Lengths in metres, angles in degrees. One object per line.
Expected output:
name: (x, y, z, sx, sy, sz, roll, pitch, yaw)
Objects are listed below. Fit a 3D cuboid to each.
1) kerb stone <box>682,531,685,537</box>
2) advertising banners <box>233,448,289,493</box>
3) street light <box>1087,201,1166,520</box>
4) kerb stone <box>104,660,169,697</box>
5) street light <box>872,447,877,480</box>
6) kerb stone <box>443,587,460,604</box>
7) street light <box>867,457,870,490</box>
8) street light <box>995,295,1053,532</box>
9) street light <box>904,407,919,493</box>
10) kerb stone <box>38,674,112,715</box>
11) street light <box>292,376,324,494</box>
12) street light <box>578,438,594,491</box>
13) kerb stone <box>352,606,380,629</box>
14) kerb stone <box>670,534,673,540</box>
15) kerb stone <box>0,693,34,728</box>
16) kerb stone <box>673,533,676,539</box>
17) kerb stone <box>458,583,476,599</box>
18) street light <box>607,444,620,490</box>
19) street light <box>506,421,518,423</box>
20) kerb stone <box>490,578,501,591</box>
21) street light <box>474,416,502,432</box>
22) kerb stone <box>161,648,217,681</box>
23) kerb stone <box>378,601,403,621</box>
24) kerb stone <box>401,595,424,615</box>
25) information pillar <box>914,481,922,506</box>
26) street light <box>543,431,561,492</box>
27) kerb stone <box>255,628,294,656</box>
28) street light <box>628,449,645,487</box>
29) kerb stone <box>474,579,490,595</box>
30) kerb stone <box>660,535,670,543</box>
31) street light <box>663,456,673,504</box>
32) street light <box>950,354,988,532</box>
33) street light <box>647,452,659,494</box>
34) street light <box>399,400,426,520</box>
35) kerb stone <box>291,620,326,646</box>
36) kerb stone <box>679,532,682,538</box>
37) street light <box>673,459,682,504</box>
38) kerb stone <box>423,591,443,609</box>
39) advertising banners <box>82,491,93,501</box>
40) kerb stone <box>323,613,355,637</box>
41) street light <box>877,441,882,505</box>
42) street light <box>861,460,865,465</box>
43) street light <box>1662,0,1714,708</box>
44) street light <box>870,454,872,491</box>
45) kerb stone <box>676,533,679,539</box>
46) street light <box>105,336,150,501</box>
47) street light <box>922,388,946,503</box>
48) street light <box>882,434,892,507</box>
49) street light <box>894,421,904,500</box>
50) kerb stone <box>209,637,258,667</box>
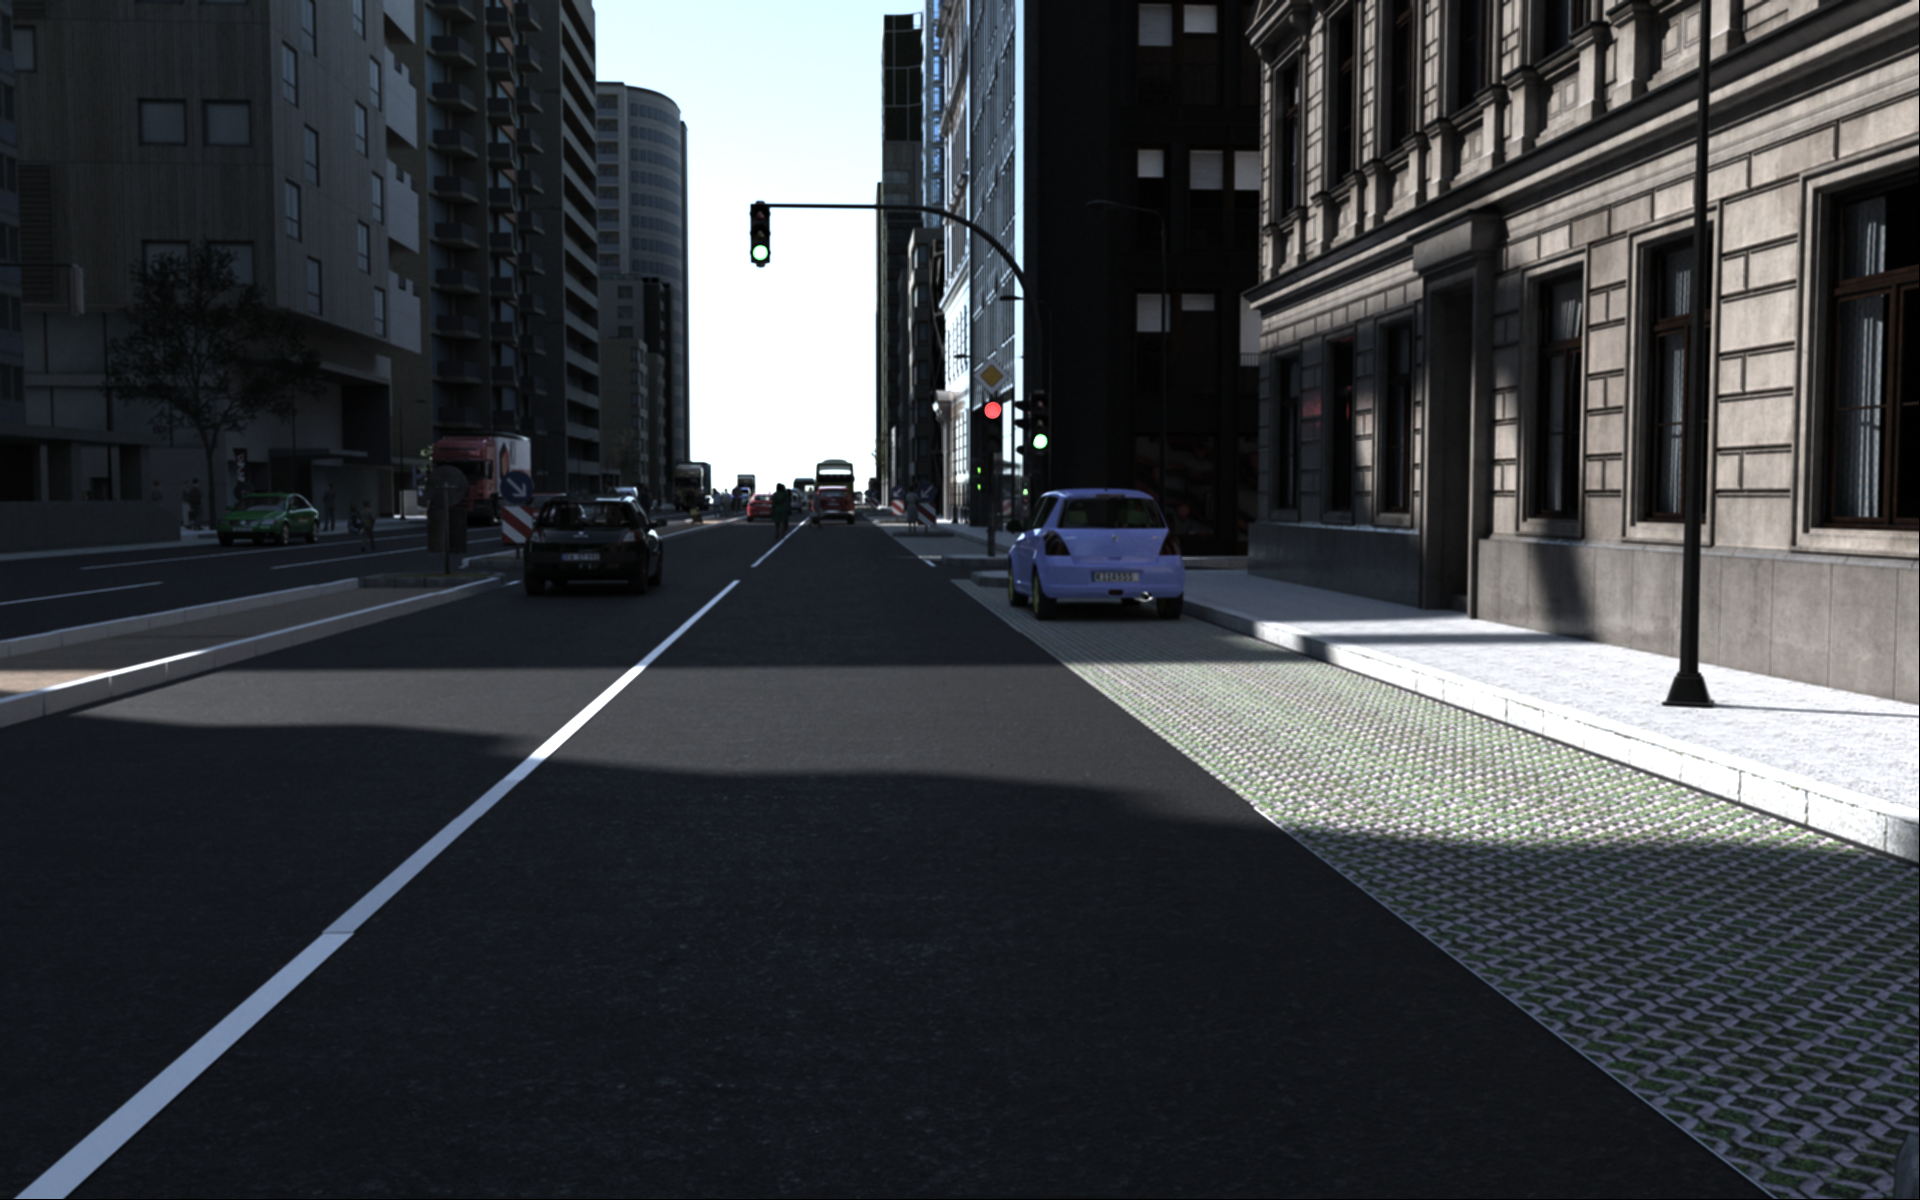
kerb stone: (-9.293, -2.140, 57.242, 0.120, 0.150, 1.000, 0, 4, -4)
advertising banners: (-26.846, -4.304, 66.559, 2.074, 3.025, 0.090, -3, 5, -41)
street light: (2.701, -3.369, 27.624, 1.470, 5.913, 1.316, 0, 4, -4)
kerb stone: (-6.085, 0.580, 12.720, 0.120, 0.150, 1.000, 0, 4, -4)
street light: (-7.563, -12.029, 169.208, 1.470, 5.913, 1.316, 0, 4, -4)
kerb stone: (-6.824, -0.034, 22.945, 0.120, 0.150, 1.000, 0, 4, -4)
street light: (-9.696, -13.946, 200.550, 1.470, 5.913, 1.316, 0, 4, -4)
street light: (1.606, -4.165, 40.645, 1.470, 5.913, 1.316, 0, 4, -4)
street light: (-2.078, -7.362, 92.912, 1.470, 5.913, 1.316, 0, 4, -4)
kerb stone: (-6.016, 0.642, 11.700, 0.120, 0.150, 1.000, 0, 4, -4)
street light: (-25.703, -5.856, 68.291, 1.470, 5.913, 1.316, 0, 4, -4)
street light: (-31.264, -10.523, 144.591, 1.470, 5.913, 1.316, 0, 4, -4)
kerb stone: (-6.530, 0.205, 18.844, 0.120, 0.150, 1.000, 0, 4, -4)
kerb stone: (-8.997, -1.890, 53.146, 0.120, 0.150, 1.000, 0, 4, -4)
kerb stone: (-5.944, 0.704, 10.679, 0.120, 0.150, 1.000, 0, 4, -4)
kerb stone: (-9.070, -1.955, 54.165, 0.120, 0.150, 1.000, 0, 4, -4)
kerb stone: (-6.899, -0.109, 23.971, 0.120, 0.150, 1.000, 0, 4, -4)
street light: (-32.391, -11.571, 161.730, 1.470, 5.913, 1.316, 0, 4, -4)
street light: (-28.735, -8.408, 110.019, 1.470, 5.913, 1.316, 0, 4, -4)
kerb stone: (-7.052, -0.231, 26.010, 0.120, 0.150, 1.000, 0, 4, -4)
street light: (-28.166, -7.952, 102.553, 1.470, 5.913, 1.316, 0, 4, -4)
kerb stone: (-6.160, 0.518, 13.744, 0.120, 0.150, 1.000, 0, 4, -4)
kerb stone: (-6.611, 0.143, 19.875, 0.120, 0.150, 1.000, 0, 4, -4)
kerb stone: (-6.674, 0.080, 20.895, 0.120, 0.150, 1.000, 0, 4, -4)
information pillar: (-2.419, -5.829, 99.794, 0.304, 2.012, 0.304, 2, 4, 32)
street light: (-29.979, -9.456, 127.150, 1.470, 5.913, 1.316, 0, 4, -4)
kerb stone: (-6.309, 0.394, 15.786, 0.120, 0.150, 1.000, 0, 4, -4)
street light: (-33.731, -12.634, 179.103, 1.470, 5.913, 1.316, 0, 4, -4)
kerb stone: (-6.977, -0.171, 24.990, 0.120, 0.150, 1.000, 0, 4, -4)
kerb stone: (-8.923, -1.829, 52.127, 0.120, 0.150, 1.000, 0, 4, -4)
street light: (-36.006, -14.528, 210.076, 1.470, 5.913, 1.316, 0, 4, -4)
street light: (0.500, -5.214, 57.785, 1.470, 5.913, 1.316, 0, 4, -4)
street light: (-34.608, -13.481, 192.957, 1.470, 5.913, 1.316, 0, 4, -4)
street light: (-26.989, -6.904, 85.418, 1.470, 5.913, 1.316, 0, 4, -4)
kerb stone: (-6.382, 0.330, 16.805, 0.120, 0.150, 1.000, 0, 4, -4)
kerb stone: (-9.214, -2.081, 56.219, 0.120, 0.150, 1.000, 0, 4, -4)
street light: (-37.159, -15.594, 227.509, 1.470, 5.913, 1.316, 0, 4, -4)
kerb stone: (-6.751, 0.018, 21.918, 0.120, 0.150, 1.000, 0, 4, -4)
advertising banners: (-33.989, -4.279, 66.146, 2.074, 3.025, 0.090, 1, 4, 18)
kerb stone: (-6.459, 0.268, 17.825, 0.120, 0.150, 1.000, 0, 4, -4)
street light: (-6.312, -10.981, 152.078, 1.470, 5.913, 1.316, 0, 4, -4)
street light: (-12.293, -16.075, 235.367, 1.470, 5.913, 1.316, 0, 4, -4)
street light: (3.897, -2.312, 10.343, 1.470, 5.913, 1.316, 0, 4, -4)
street light: (-8.692, -13.112, 186.920, 1.470, 5.913, 1.316, 0, 4, -4)
kerb stone: (-9.137, -2.018, 55.192, 0.120, 0.150, 1.000, 0, 4, -4)
street light: (-24.475, -4.794, 50.925, 1.470, 5.913, 1.316, 0, 4, -4)
street light: (-0.761, -6.315, 75.786, 1.470, 5.913, 1.316, 0, 4, -4)
street light: (-5.076, -9.899, 134.390, 1.470, 5.913, 1.316, 0, 4, -4)
street light: (-3.258, -8.424, 110.278, 1.470, 5.913, 1.316, 0, 4, -4)
kerb stone: (-6.235, 0.455, 14.763, 0.120, 0.150, 1.000, 0, 4, -4)
